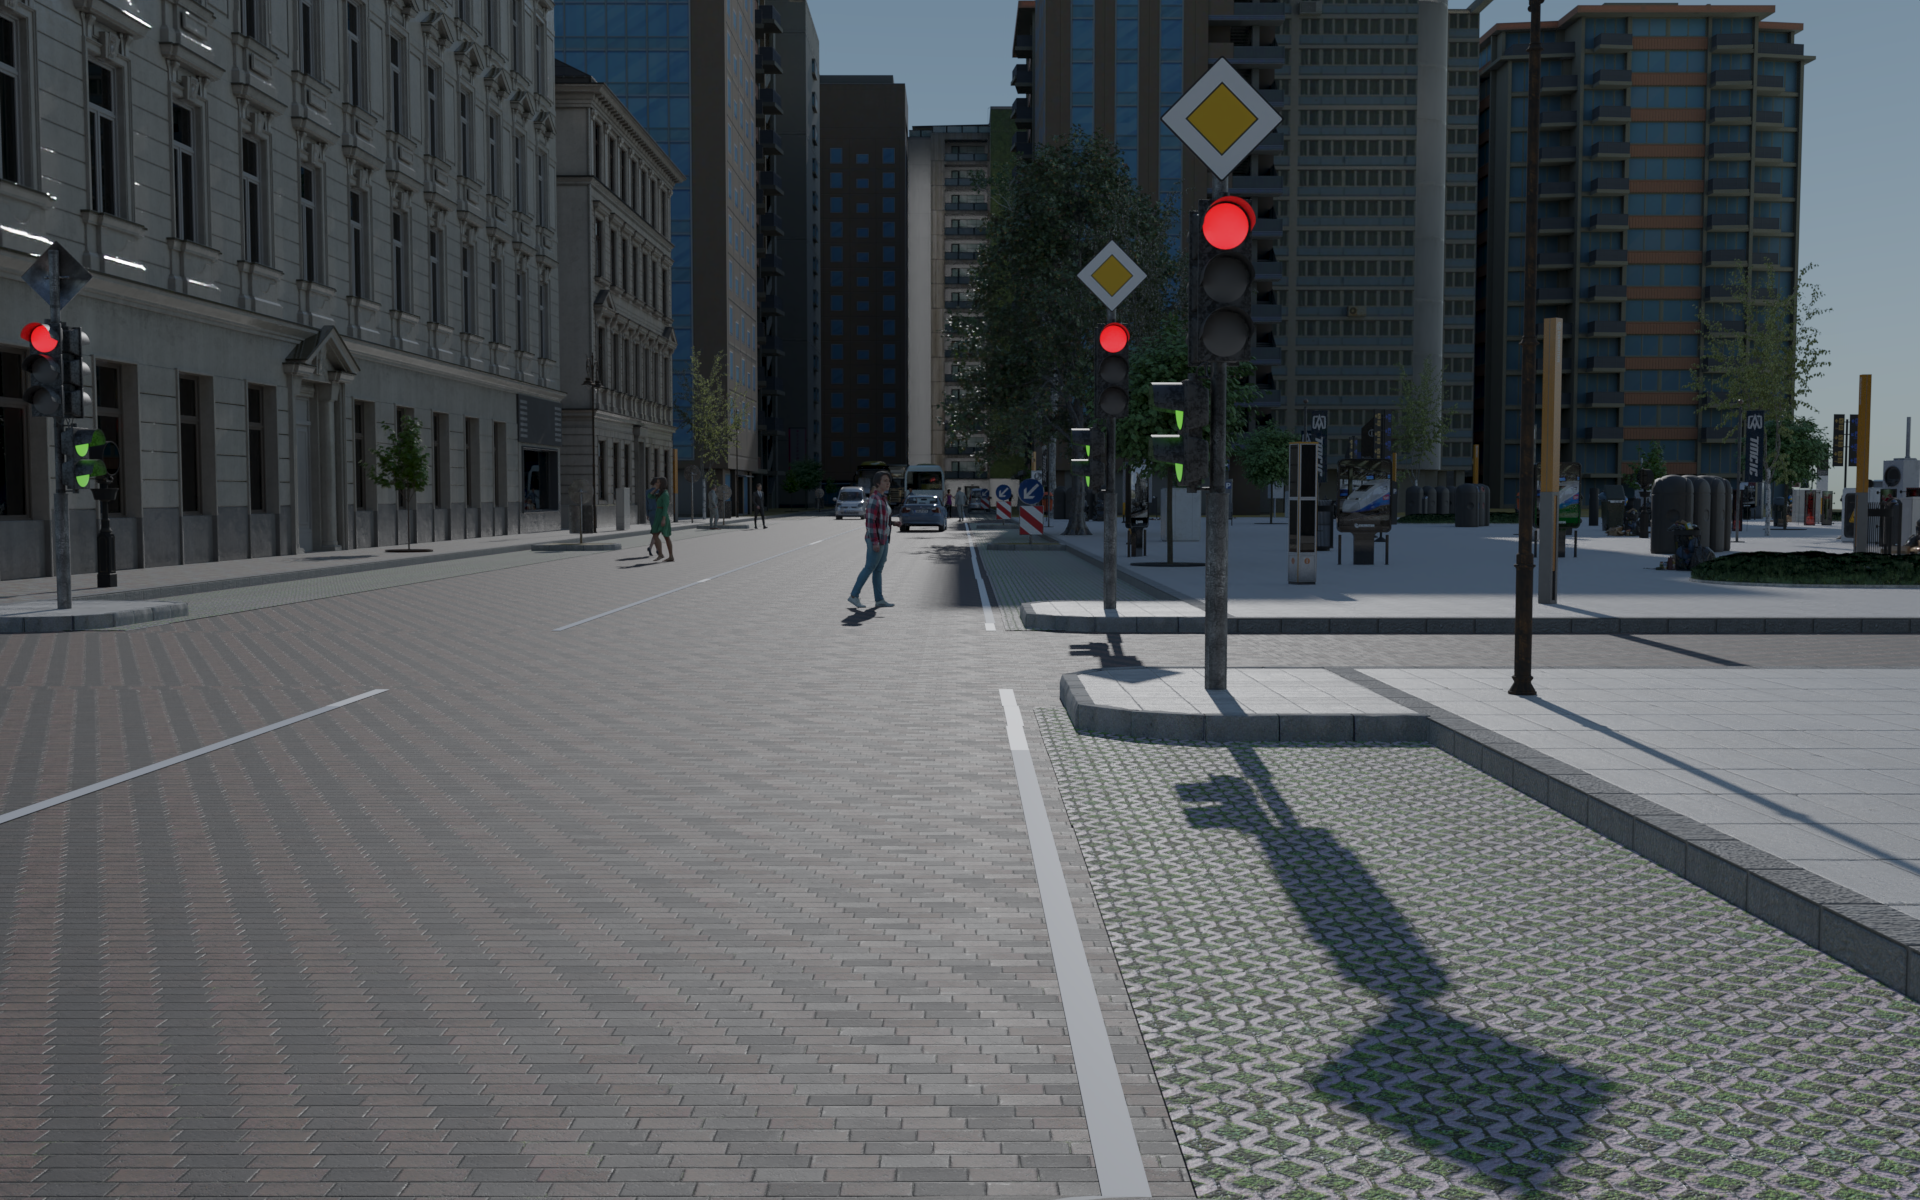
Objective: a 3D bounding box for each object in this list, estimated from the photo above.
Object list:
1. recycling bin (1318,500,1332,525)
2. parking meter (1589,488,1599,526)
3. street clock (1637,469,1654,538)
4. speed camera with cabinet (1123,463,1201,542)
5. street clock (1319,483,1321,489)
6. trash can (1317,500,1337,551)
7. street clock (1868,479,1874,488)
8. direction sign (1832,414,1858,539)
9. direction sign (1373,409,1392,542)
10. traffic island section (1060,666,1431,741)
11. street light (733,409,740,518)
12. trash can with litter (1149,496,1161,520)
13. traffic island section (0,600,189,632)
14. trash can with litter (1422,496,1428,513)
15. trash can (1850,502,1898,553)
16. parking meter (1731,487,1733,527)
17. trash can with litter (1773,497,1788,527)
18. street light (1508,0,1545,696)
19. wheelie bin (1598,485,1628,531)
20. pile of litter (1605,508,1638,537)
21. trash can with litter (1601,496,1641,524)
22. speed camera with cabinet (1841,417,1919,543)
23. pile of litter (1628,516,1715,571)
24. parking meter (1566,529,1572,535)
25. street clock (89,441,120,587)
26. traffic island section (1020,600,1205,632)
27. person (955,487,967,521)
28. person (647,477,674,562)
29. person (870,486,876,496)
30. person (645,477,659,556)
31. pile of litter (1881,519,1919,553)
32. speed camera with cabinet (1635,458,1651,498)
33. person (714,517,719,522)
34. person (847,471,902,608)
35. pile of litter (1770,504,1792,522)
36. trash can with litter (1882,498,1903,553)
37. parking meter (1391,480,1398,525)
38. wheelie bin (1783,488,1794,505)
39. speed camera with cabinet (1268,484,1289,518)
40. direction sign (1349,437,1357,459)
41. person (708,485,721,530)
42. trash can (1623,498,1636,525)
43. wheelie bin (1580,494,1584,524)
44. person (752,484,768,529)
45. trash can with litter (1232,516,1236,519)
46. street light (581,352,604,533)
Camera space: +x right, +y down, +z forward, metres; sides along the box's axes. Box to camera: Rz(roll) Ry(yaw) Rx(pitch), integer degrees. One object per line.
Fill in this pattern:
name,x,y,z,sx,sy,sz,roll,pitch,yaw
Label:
recycling bin,14.864,-3.600,71.410,0.722,1.027,0.722,0,4,-8
parking meter,25.558,-3.756,69.827,0.372,1.533,0.369,0,3,0
street clock,19.889,-2.798,50.310,0.358,2.002,0.471,-1,4,-19
speed camera with cabinet,5.458,-3.209,46.796,2.038,3.252,0.660,-1,4,-9
street clock,17.886,-5.039,86.963,0.471,2.002,0.358,1,4,19
trash can,8.123,-1.678,39.085,0.748,1.137,0.748,0,3,0
street clock,44.339,-4.893,84.577,0.471,2.002,0.358,3,5,44
direction sign,25.104,-3.493,49.103,0.876,3.537,0.379,-1,4,-13
direction sign,11.274,-3.320,46.286,0.379,3.537,0.876,3,5,44
traffic island section,1.706,0.665,11.410,2.009,0.180,2.903,0,3,0
street light,-12.082,-7.405,93.865,0.468,5.910,1.993,0,3,0
trash can with litter,9.684,-4.510,84.800,2.233,1.210,1.678,3,5,44
traffic island section,-10.041,0.177,19.393,2.009,0.180,2.903,0,3,0
trash can with litter,21.579,-4.213,79.942,1.678,1.210,2.233,1,4,19
trash can,16.132,-1.159,30.610,0.748,1.137,0.748,0,3,0
parking meter,24.829,-2.920,56.156,0.372,1.533,0.369,0,3,0
trash can with litter,32.287,-3.461,67.972,0.624,1.170,1.055,1,4,12
street light,3.608,-2.333,10.933,0.468,5.910,1.993,0,3,0
wheelie bin,22.711,-3.207,60.348,0.980,1.594,0.693,0,4,0
pile of litter,20.318,-2.396,53.134,1.719,0.858,1.176,-3,4,-37
trash can with litter,28.516,-3.844,73.912,2.233,1.210,1.678,1,4,12
speed camera with cabinet,23.921,-3.100,45.023,0.660,3.252,2.038,-1,4,-15
pile of litter,12.345,-0.927,29.123,1.176,0.858,1.719,-1,4,-16
parking meter,18.896,-2.953,53.991,0.399,1.863,0.255,-2,4,-29
street clock,-11.758,-1.178,23.823,0.358,2.002,0.471,0,4,2
traffic island section,1.701,0.176,19.395,2.009,0.180,2.903,0,3,0
person,0.015,-5.037,90.952,0.635,1.810,0.391,-3,5,-42
person,-6.267,-1.702,36.574,0.529,1.795,0.600,-2,4,-32
person,-4.425,-4.904,88.661,0.573,1.828,0.580,-1,4,-22
person,-7.122,-1.944,40.307,0.581,1.822,0.654,3,4,38
pile of litter,20.436,-1.404,36.920,1.176,0.858,1.719,0,4,1
speed camera with cabinet,37.589,-6.080,93.748,0.660,3.252,2.038,-2,4,-33
person,-10.513,-3.693,73.889,0.505,1.210,0.382,3,5,40
person,-1.078,-0.772,21.957,0.643,1.720,0.563,1,4,11
pile of litter,37.670,-3.975,78.962,1.176,0.858,1.719,0,4,2
trash can with litter,17.714,-1.346,33.068,1.678,1.210,2.233,0,4,1
parking meter,18.129,-4.090,72.587,0.399,1.863,0.255,-3,4,-36
wheelie bin,43.567,-5.073,90.848,0.693,1.594,0.980,0,4,7
speed camera with cabinet,17.771,-6.107,94.185,2.038,3.252,0.660,-1,4,-19
direction sign,15.621,-4.703,68.895,0.379,3.537,0.876,2,4,33
person,-9.871,-3.713,69.307,0.391,1.810,0.635,-3,4,-36
trash can,23.693,-3.065,61.764,0.748,1.137,0.748,0,3,0
wheelie bin,26.623,-4.119,75.248,0.693,1.594,0.980,-1,4,-15
person,-8.192,-3.838,71.020,0.659,1.850,0.755,-3,5,-39
trash can with litter,13.977,-4.874,90.754,1.678,1.210,2.233,3,4,38
street light,-11.991,-5.131,56.676,0.468,5.910,1.993,0,3,0
